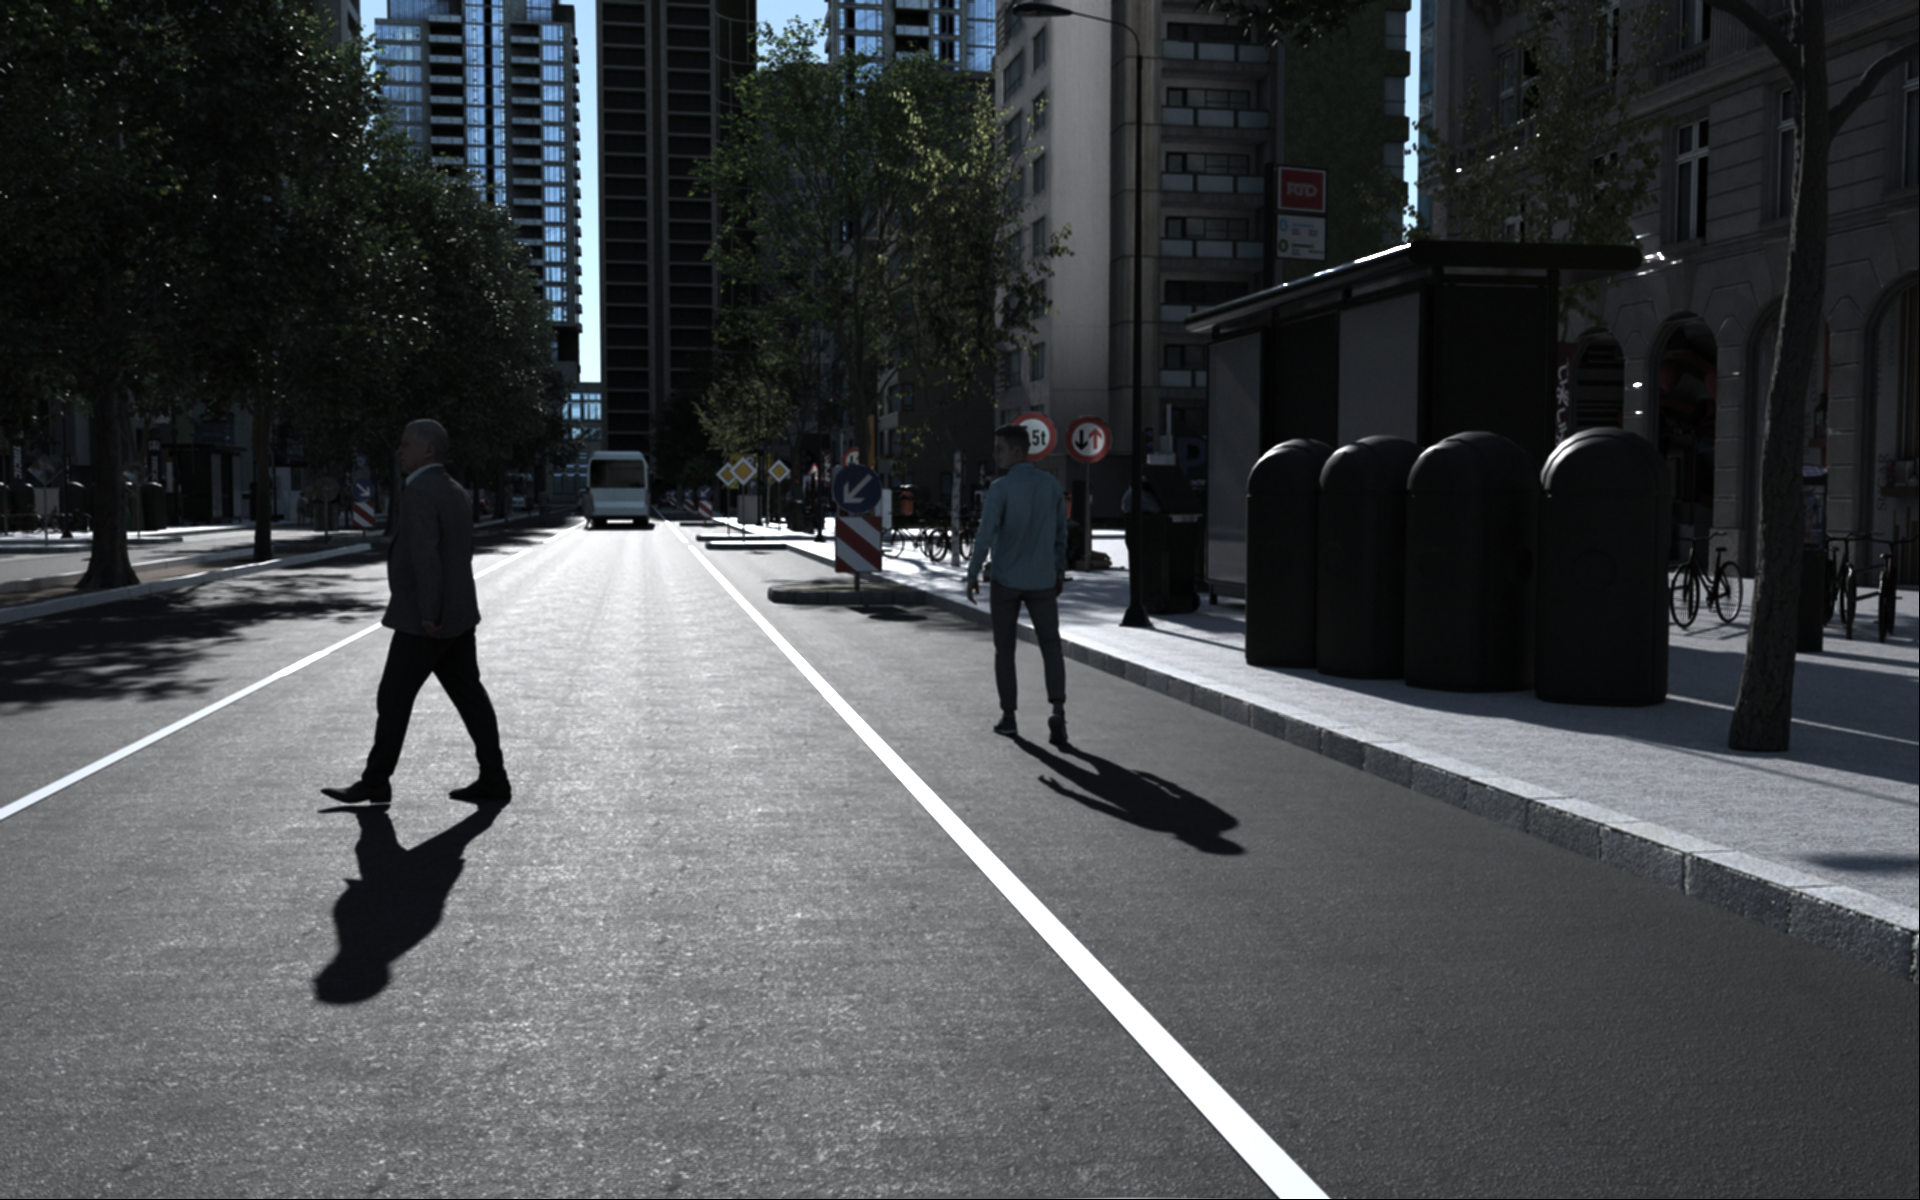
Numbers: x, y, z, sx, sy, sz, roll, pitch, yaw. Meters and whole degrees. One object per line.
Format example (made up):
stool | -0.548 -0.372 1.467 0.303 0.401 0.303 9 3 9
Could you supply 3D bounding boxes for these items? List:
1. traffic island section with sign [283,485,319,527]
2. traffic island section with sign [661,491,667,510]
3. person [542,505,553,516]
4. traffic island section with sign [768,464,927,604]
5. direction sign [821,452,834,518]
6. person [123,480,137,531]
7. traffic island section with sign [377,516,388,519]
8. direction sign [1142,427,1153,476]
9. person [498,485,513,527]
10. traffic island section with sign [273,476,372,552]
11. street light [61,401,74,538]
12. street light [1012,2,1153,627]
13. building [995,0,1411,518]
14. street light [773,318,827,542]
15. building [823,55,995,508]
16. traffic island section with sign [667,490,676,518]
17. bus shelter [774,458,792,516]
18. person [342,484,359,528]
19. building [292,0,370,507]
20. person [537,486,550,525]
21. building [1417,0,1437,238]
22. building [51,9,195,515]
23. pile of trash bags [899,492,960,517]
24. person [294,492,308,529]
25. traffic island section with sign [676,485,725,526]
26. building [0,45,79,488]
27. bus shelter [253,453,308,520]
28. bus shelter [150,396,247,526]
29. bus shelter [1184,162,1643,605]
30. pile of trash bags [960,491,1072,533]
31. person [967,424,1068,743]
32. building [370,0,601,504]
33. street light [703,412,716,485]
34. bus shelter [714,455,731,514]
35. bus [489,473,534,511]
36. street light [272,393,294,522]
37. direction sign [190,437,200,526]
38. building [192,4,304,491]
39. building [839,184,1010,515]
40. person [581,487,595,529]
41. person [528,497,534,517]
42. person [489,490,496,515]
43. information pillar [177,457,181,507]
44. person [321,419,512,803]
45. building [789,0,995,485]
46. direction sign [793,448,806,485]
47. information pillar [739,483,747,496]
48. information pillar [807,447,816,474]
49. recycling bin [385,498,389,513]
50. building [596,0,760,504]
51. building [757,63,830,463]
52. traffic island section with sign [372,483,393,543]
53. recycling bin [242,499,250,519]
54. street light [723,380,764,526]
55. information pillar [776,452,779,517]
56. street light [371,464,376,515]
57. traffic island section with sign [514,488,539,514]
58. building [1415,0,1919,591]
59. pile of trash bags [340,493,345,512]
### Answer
traffic island section with sign | -28.256 -4.081 75.348 1.989 1.847 2.006 -1 4 -10
traffic island section with sign | -25.692 -8.914 154.375 1.989 1.847 2.006 -1 4 -10
person | -27.336 -6.161 114.727 0.738 1.151 1.012 1 4 20
traffic island section with sign | -1.589 -0.911 23.517 1.989 1.847 2.006 -1 4 -10
direction sign | -7.282 -6.250 94.189 0.876 3.537 0.379 -1 4 -21
person | -19.641 -1.944 40.538 0.600 1.795 0.529 0 4 -4
traffic island section with sign | -33.123 -5.702 101.861 1.989 1.847 2.006 -1 4 -10
direction sign | 6.212 -4.089 58.854 0.876 3.537 0.379 -2 4 -34
person | -19.565 -4.034 74.551 0.694 1.812 0.767 2 4 31
traffic island section with sign | -16.271 -2.202 44.138 2.006 1.907 1.989 -1 4 -10
street light | -25.344 -4.744 50.108 1.470 5.913 1.316 -1 4 -10
street light | 1.181 -2.696 16.620 1.470 5.913 1.316 -1 4 -10
building | 9.591 -23.827 73.170 14.086 41.232 14.154 -1 4 -10
street light | -4.275 -4.491 45.969 1.470 5.913 1.316 -1 4 -10
building | 3.995 -28.264 153.998 32.217 40.220 23.993 -1 4 -10
traffic island section with sign | -16.490 -5.857 104.391 1.989 1.847 2.006 -1 4 -10
bus shelter | -10.542 -6.447 99.324 2.014 3.302 5.546 -1 4 -10
person | -25.398 -3.904 72.132 0.655 1.846 0.447 -2 4 -27
building | -74.500 -38.539 172.116 28.212 58.520 21.231 -1 4 -10
person | -19.281 -4.375 80.223 0.606 1.804 0.583 -1 4 -14
building | 38.436 -28.368 83.427 30.456 49.044 23.786 -1 4 -10
building | -53.512 -25.428 99.341 14.154 41.232 14.086 -1 4 -10
pile of trash bags | -1.157 -3.664 69.654 3.447 1.369 1.912 3 5 44
person | -27.118 -3.681 71.281 0.523 1.515 0.503 2 4 26
traffic island section with sign | -11.601 -4.236 77.882 1.989 1.847 2.006 -1 4 -10
building | -102.749 -31.363 167.407 28.867 44.769 22.147 -1 4 -10
bus shelter | -34.256 -5.759 88.081 2.014 3.302 5.546 -1 4 -10
bus shelter | -32.307 -5.854 73.343 2.179 5.291 8.768 -1 4 -10
bus shelter | 3.944 -2.513 18.720 2.179 5.291 8.768 -1 4 -10
pile of trash bags | 2.025 -2.844 56.251 3.447 1.369 1.912 -1 4 -17
person | 0.361 -0.108 10.132 0.638 1.841 0.748 -1 4 -12
building | -62.676 -55.805 225.086 31.000 86.520 22.319 -1 4 -10
street light | -13.812 -7.670 97.947 1.470 5.913 1.316 -1 4 -10
bus shelter | -14.420 -7.176 108.617 1.731 3.624 6.357 -1 4 -10
bus | -38.276 -9.391 148.395 2.948 3.499 13.247 -1 4 -10
street light | -30.606 -6.494 78.711 1.470 5.913 1.316 -1 4 -10
direction sign | -30.424 -4.694 68.748 0.379 3.537 0.876 -1 4 -21
building | -64.084 -50.201 133.457 22.319 86.520 31.000 -1 4 -10
building | 7.536 -16.387 112.961 27.650 21.520 28.899 -1 4 -10
person | -15.185 -3.769 70.876 0.760 1.731 0.466 3 4 37
person | -26.415 -5.713 106.575 0.373 1.253 0.362 0 4 -4
person | -31.150 -6.513 115.322 0.374 1.781 0.599 -3 5 -44
information pillar | -40.549 -6.058 90.410 0.504 3.616 0.183 -2 4 -29
person | -2.527 0.052 8.050 0.834 1.777 0.661 0 4 -5
building | -5.353 -52.973 178.775 22.319 86.520 31.000 -1 4 -10
direction sign | -7.931 -5.708 85.318 0.379 3.537 0.876 3 5 41
information pillar | -10.164 -4.692 81.211 0.304 2.012 0.304 3 5 44
information pillar | -7.471 -5.841 86.855 0.504 3.616 0.183 2 4 25
recycling bin | -39.075 -6.516 119.094 0.722 1.027 0.722 -3 4 -36
building | -37.095 -48.371 229.120 20.611 71.187 20.563 -1 4 -10
building | -13.298 -42.389 235.062 28.212 58.520 21.231 -1 4 -10
traffic island section with sign | -17.604 -2.648 51.424 2.006 1.907 1.989 -1 4 -10
recycling bin | -36.758 -4.711 89.575 0.722 1.027 0.722 -2 4 -26
street light | -8.601 -5.920 69.335 1.470 5.913 1.316 -1 4 -10
information pillar | -10.074 -6.368 95.479 0.183 3.616 0.504 -1 4 -17
street light | -35.895 -8.243 107.309 1.470 5.913 1.316 -1 4 -10
traffic island section with sign | -31.224 -7.167 125.323 2.006 1.907 1.989 -1 4 -10
building | 17.808 -11.261 25.918 13.314 21.916 24.055 -1 4 -10
pile of trash bags | -44.703 -6.880 122.242 1.912 1.369 3.447 3 4 37
